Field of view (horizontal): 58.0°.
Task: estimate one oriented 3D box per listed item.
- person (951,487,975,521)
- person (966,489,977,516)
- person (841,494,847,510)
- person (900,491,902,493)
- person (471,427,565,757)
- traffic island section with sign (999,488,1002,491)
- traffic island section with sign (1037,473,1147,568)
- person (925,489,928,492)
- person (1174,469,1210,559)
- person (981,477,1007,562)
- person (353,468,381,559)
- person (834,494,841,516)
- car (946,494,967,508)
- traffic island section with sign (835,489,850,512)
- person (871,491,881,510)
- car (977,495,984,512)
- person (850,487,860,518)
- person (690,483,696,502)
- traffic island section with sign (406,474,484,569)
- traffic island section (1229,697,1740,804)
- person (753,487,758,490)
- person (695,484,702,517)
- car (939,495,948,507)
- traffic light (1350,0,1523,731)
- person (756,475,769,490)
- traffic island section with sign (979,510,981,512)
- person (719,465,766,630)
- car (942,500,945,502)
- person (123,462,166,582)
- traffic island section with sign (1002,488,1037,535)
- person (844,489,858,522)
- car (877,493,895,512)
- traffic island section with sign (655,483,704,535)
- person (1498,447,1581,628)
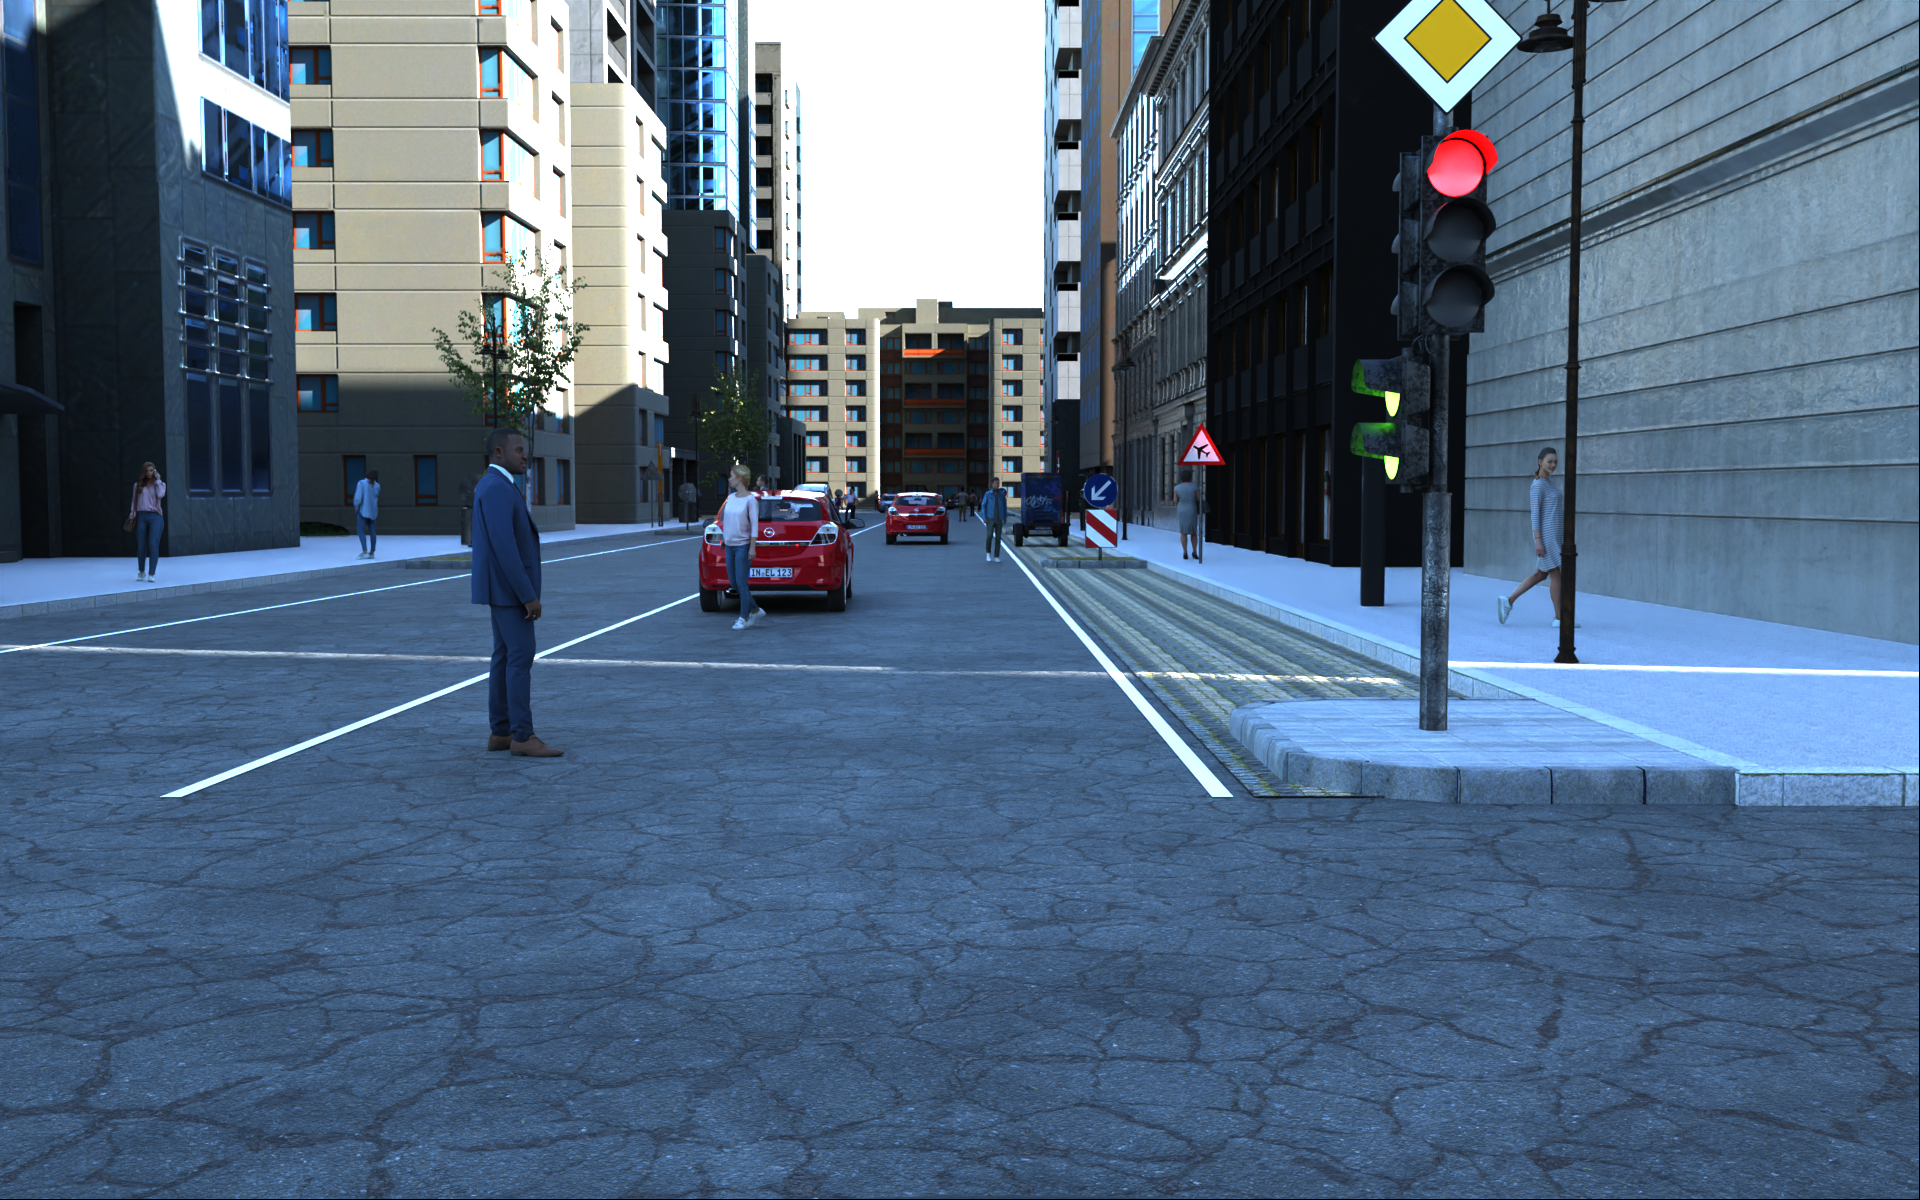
[{"bbox_3d":[0.142,-5.036,90.843,1.348,1.824,0.705,1,4,16],"label":"person"},{"bbox_3d":[0.725,-6.239,111.219,0.721,1.736,1.217,-3,4,-39],"label":"person"},{"bbox_3d":[-10.293,-8.649,153.097,0.628,1.438,0.799,0,4,6],"label":"person"},{"bbox_3d":[-5.298,-9.127,158.263,0.617,1.759,0.750,3,4,37],"label":"person"},{"bbox_3d":[-2.507,-0.058,9.623,0.419,1.800,0.721,-2,4,-28],"label":"person"},{"bbox_3d":[2.569,-6.323,112.005,1.989,1.847,2.006,0,3,0],"label":"traffic island section with sign"},{"bbox_3d":[2.600,-1.555,34.049,1.989,1.847,2.006,0,3,0],"label":"traffic island section with sign"},{"bbox_3d":[-2.733,-7.972,138.847,0.705,1.824,1.348,0,4,-4],"label":"person"},{"bbox_3d":[4.572,-1.693,34.083,0.716,1.782,0.532,1,4,13],"label":"person"},{"bbox_3d":[0.720,-1.681,36.324,0.601,1.785,0.444,-1,4,-13],"label":"person"},{"bbox_3d":[-11.720,-1.710,34.263,0.793,1.790,0.793,0,4,0],"label":"person"},{"bbox_3d":[-7.013,-5.316,98.640,0.599,1.433,0.991,1,4,15],"label":"person"},{"bbox_3d":[-0.269,-9.139,159.213,2.009,1.686,4.222,0,4,1],"label":"car"},{"bbox_3d":[-9.665,-7.961,138.796,1.989,1.847,2.006,0,3,0],"label":"traffic island section with sign"},{"bbox_3d":[-7.314,-8.781,152.778,1.217,1.736,0.721,-2,4,-35],"label":"person"},{"bbox_3d":[2.339,-7.960,142.728,1.945,1.354,3.894,0,4,2],"label":"car"},{"bbox_3d":[-5.547,-4.990,90.095,0.705,1.823,1.348,-2,4,-26],"label":"person"},{"bbox_3d":[-12.507,-4.585,81.101,0.391,1.810,0.635,-2,4,-35],"label":"person"},{"bbox_3d":[-9.618,-1.555,34.053,1.989,1.847,2.006,0,3,0],"label":"traffic island section with sign"},{"bbox_3d":[2.604,0.785,9.450,2.009,0.180,2.903,0,3,0],"label":"traffic island section"},{"bbox_3d":[-9.768,-4.493,82.360,0.834,1.777,0.661,3,5,44],"label":"person"},{"bbox_3d":[-14.403,-5.461,95.190,0.709,1.838,0.599,2,4,33],"label":"person"},{"bbox_3d":[-1.849,-6.867,124.286,2.014,1.417,4.499,0,4,1],"label":"car"},{"bbox_3d":[2.563,-1.249,9.336,0.839,4.253,0.868,0,3,0],"label":"traffic light"},{"bbox_3d":[-3.925,-1.567,34.221,0.767,1.812,0.694,0,4,-8],"label":"person"},{"bbox_3d":[2.562,-8.006,139.519,1.989,1.847,2.006,0,3,0],"label":"traffic island section with sign"},{"bbox_3d":[-2.305,-0.567,18.442,0.731,1.740,0.598,3,4,37],"label":"person"},{"bbox_3d":[-1.946,-5.695,102.152,2.155,1.783,4.494,0,4,1],"label":"car"},{"bbox_3d":[-11.931,-1.148,25.406,0.593,1.750,0.643,-1,4,-13],"label":"person"},{"bbox_3d":[2.593,-3.203,61.004,1.989,1.847,2.006,0,3,0],"label":"traffic island section with sign"},{"bbox_3d":[-5.574,-4.811,88.094,0.756,1.711,0.436,1,4,15],"label":"person"},{"bbox_3d":[-5.595,-7.991,139.697,2.155,1.783,4.494,0,4,2],"label":"car"},{"bbox_3d":[-9.635,-3.212,61.146,1.989,1.847,2.006,0,3,0],"label":"traffic island section with sign"},{"bbox_3d":[5.593,-0.603,16.659,0.760,1.731,0.466,0,4,3],"label":"person"}]
